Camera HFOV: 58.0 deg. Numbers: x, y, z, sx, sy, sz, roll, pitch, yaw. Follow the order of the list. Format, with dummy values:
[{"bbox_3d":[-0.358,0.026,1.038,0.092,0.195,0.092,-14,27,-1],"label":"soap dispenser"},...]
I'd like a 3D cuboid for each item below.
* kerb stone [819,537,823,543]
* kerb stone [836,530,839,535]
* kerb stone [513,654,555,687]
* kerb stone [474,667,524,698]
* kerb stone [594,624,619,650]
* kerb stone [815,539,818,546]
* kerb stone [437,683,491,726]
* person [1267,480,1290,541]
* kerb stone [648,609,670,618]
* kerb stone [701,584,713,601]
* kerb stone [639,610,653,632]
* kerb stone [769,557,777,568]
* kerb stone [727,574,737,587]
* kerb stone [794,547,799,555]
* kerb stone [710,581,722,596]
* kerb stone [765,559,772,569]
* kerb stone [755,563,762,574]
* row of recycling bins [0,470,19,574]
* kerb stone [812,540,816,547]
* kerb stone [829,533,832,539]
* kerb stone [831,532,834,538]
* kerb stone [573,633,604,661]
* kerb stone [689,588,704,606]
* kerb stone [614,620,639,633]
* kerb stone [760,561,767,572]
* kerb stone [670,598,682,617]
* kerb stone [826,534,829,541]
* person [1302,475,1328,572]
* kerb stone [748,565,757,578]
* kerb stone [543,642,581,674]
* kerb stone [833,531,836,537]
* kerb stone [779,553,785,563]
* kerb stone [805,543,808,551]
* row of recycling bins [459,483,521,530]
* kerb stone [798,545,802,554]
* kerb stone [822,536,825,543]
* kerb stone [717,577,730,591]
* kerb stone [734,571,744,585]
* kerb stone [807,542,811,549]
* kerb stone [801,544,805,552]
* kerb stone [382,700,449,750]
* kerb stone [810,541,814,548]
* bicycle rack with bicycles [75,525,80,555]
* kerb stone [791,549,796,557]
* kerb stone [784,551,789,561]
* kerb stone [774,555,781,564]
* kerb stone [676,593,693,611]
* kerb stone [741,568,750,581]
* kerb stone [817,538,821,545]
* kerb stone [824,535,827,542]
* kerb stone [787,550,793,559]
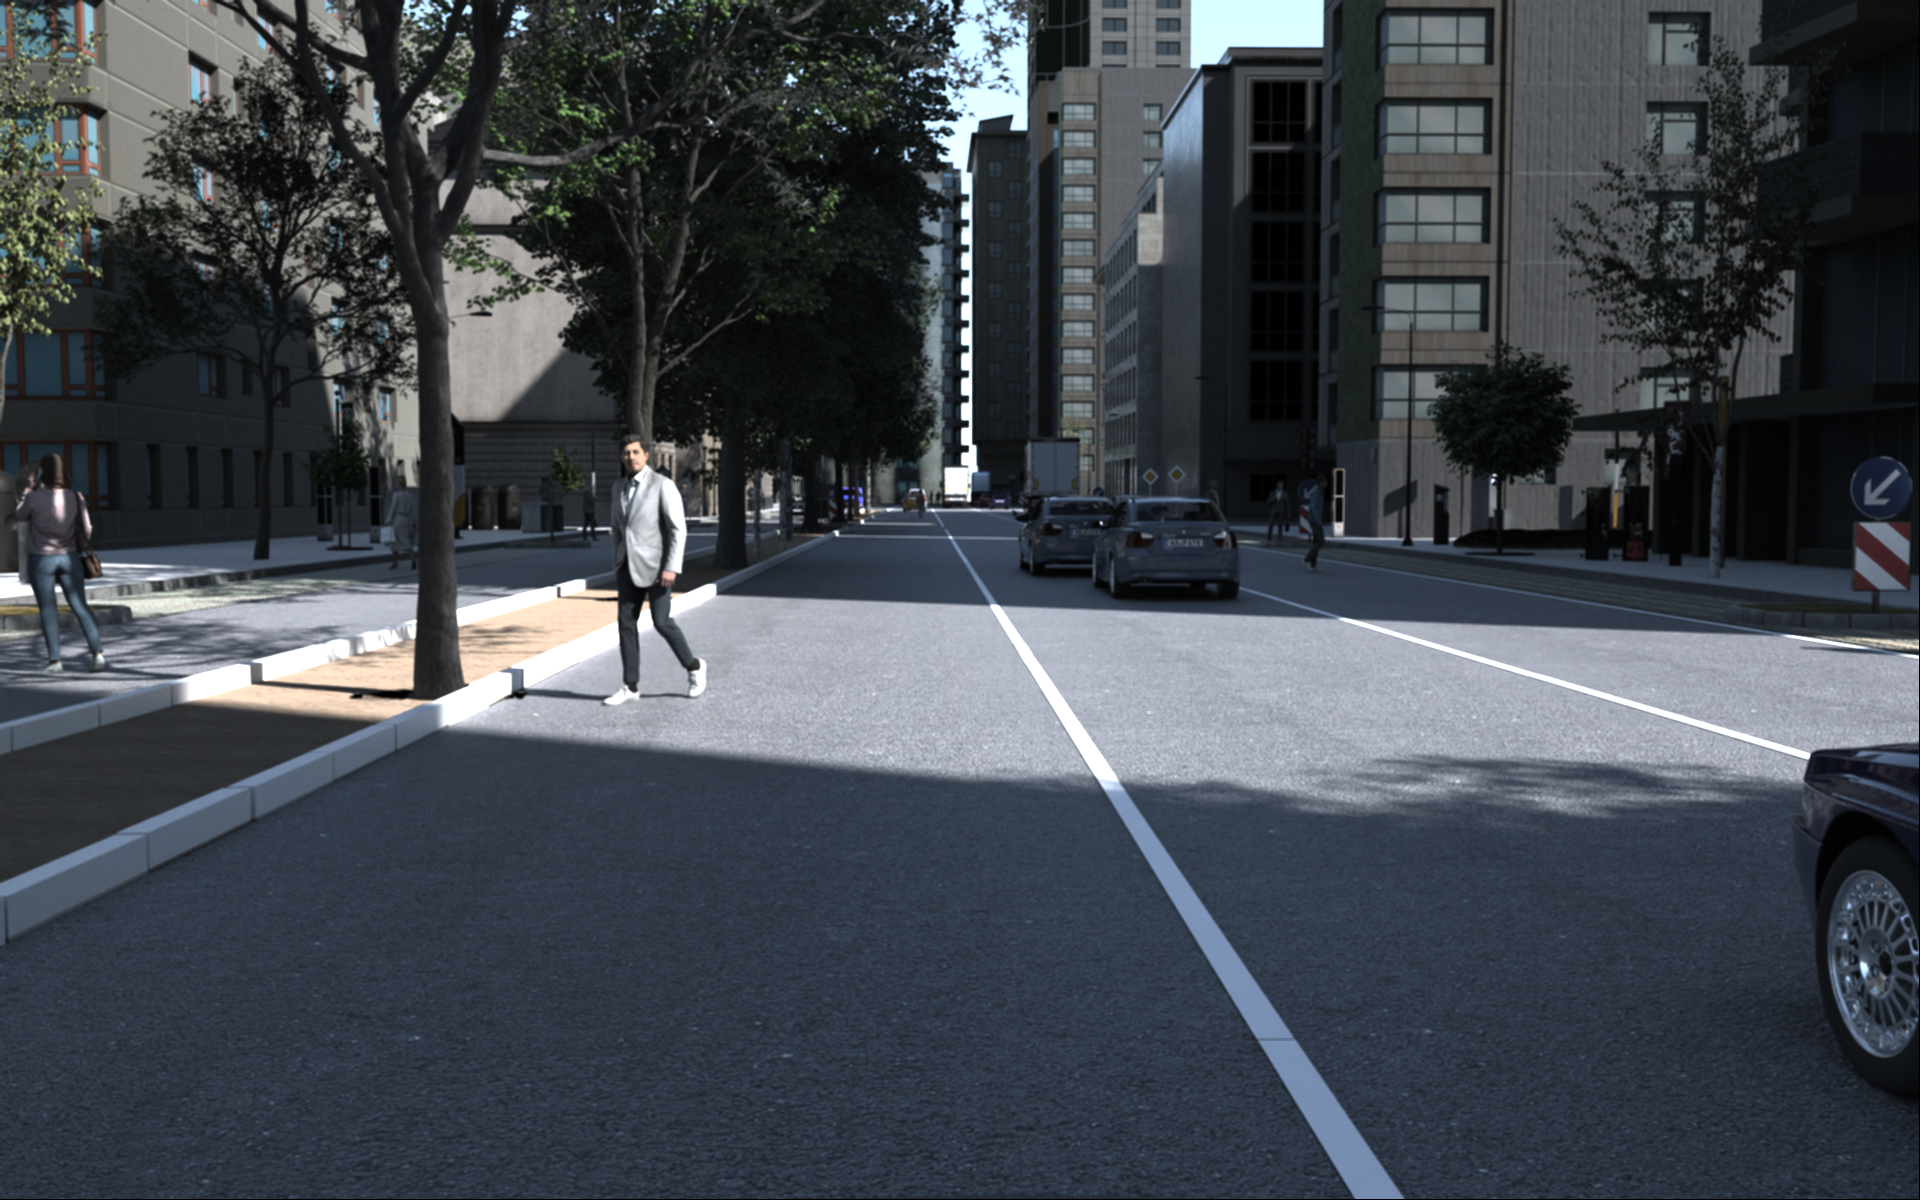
[{"bbox_3d":[-4.054,-1.640,49.071,0.120,0.150,1.000,0,4,-1],"label":"kerb stone"},{"bbox_3d":[-4.250,-2.207,58.282,0.120,0.150,1.000,0,4,-1],"label":"kerb stone"},{"bbox_3d":[-3.275,0.549,13.220,0.120,0.150,1.000,0,4,-1],"label":"kerb stone"},{"bbox_3d":[-3.262,0.613,12.198,0.120,0.150,1.000,0,4,-1],"label":"kerb stone"},{"bbox_3d":[-3.339,0.361,16.290,0.120,0.150,1.000,0,4,-1],"label":"kerb stone"},{"bbox_3d":[-4.009,-1.515,47.025,0.120,0.150,1.000,0,4,-1],"label":"kerb stone"},{"bbox_3d":[-3.227,0.681,11.177,0.120,0.150,1.000,0,4,-1],"label":"kerb stone"},{"bbox_3d":[9.083,-2.508,49.464,0.622,1.834,0.822,0,4,-2],"label":"person"},{"bbox_3d":[-3.403,0.174,19.357,0.120,0.150,1.000,0,4,-1],"label":"kerb stone"},{"bbox_3d":[-3.498,-0.075,23.458,0.120,0.150,1.000,0,4,-1],"label":"kerb stone"},{"bbox_3d":[-3.388,0.236,18.335,0.120,0.150,1.000,0,4,-1],"label":"kerb stone"},{"bbox_3d":[-3.714,-0.704,33.709,0.120,0.150,1.000,0,4,-1],"label":"kerb stone"},{"bbox_3d":[-3.568,-0.261,26.524,0.120,0.150,1.000,0,4,-1],"label":"kerb stone"},{"bbox_3d":[-3.854,-1.076,39.849,0.120,0.150,1.000,0,4,-1],"label":"kerb stone"},{"bbox_3d":[-3.523,-0.137,24.480,0.120,0.150,1.000,0,4,-1],"label":"kerb stone"},{"bbox_3d":[-3.698,-0.641,32.681,0.120,0.150,1.000,0,4,-1],"label":"kerb stone"},{"bbox_3d":[-3.651,-0.515,30.624,0.120,0.150,1.000,0,4,-1],"label":"kerb stone"},{"bbox_3d":[-16.630,-1.349,29.165,1.069,1.692,3.534,-3,5,-40],"label":"row of recycling bins"},{"bbox_3d":[-3.987,-1.456,46.001,0.120,0.150,1.000,0,4,-1],"label":"kerb stone"},{"bbox_3d":[-4.161,-1.956,54.180,0.120,0.150,1.000,0,4,-1],"label":"kerb stone"},{"bbox_3d":[-4.181,-2.019,55.202,0.120,0.150,1.000,0,4,-1],"label":"kerb stone"},{"bbox_3d":[-3.316,0.426,15.269,0.120,0.150,1.000,0,4,-1],"label":"kerb stone"},{"bbox_3d":[-3.471,-0.015,22.436,0.120,0.150,1.000,0,4,-1],"label":"kerb stone"},{"bbox_3d":[-3.374,0.299,17.313,0.120,0.150,1.000,0,4,-1],"label":"kerb stone"},{"bbox_3d":[-3.679,-0.577,31.658,0.120,0.150,1.000,0,4,-1],"label":"kerb stone"},{"bbox_3d":[-3.434,0.111,20.378,0.120,0.150,1.000,0,4,-1],"label":"kerb stone"},{"bbox_3d":[-4.117,-1.831,52.135,0.120,0.150,1.000,0,4,-1],"label":"kerb stone"},{"bbox_3d":[6.520,-1.404,31.793,0.444,1.785,0.601,2,4,25],"label":"person"},{"bbox_3d":[-3.630,-0.453,29.602,0.120,0.150,1.000,0,4,-1],"label":"kerb stone"},{"bbox_3d":[-3.299,0.486,14.243,0.120,0.150,1.000,0,4,-1],"label":"kerb stone"},{"bbox_3d":[-4.202,-2.080,56.235,0.120,0.150,1.000,0,4,-1],"label":"kerb stone"},{"bbox_3d":[-3.759,-0.830,35.758,0.120,0.150,1.000,0,4,-1],"label":"kerb stone"},{"bbox_3d":[-3.915,-1.268,42.925,0.120,0.150,1.000,0,4,-1],"label":"kerb stone"},{"bbox_3d":[-17.573,-3.370,62.219,3.534,1.692,1.069,-1,4,-10],"label":"row of recycling bins"},{"bbox_3d":[-3.875,-1.137,40.876,0.120,0.150,1.000,0,4,-1],"label":"kerb stone"},{"bbox_3d":[-4.076,-1.706,50.092,0.120,0.150,1.000,0,4,-1],"label":"kerb stone"},{"bbox_3d":[-3.545,-0.199,25.501,0.120,0.150,1.000,0,4,-1],"label":"kerb stone"},{"bbox_3d":[-3.583,-0.327,27.554,0.120,0.150,1.000,0,4,-1],"label":"kerb stone"},{"bbox_3d":[-3.940,-1.330,43.948,0.120,0.150,1.000,0,4,-1],"label":"kerb stone"},{"bbox_3d":[-3.897,-1.205,41.903,0.120,0.150,1.000,0,4,-1],"label":"kerb stone"},{"bbox_3d":[-3.209,0.737,10.151,0.120,0.150,1.000,0,4,-1],"label":"kerb stone"},{"bbox_3d":[-3.959,-1.393,44.976,0.120,0.150,1.000,0,4,-1],"label":"kerb stone"},{"bbox_3d":[-19.929,-1.421,36.616,2.852,0.926,2.925,-3,5,-40],"label":"bicycle rack with bicycles"},{"bbox_3d":[-3.833,-1.016,38.827,0.120,0.150,1.000,0,4,-1],"label":"kerb stone"},{"bbox_3d":[-3.784,-0.892,36.780,0.120,0.150,1.000,0,4,-1],"label":"kerb stone"},{"bbox_3d":[-3.748,-0.767,34.736,0.120,0.150,1.000,0,4,-1],"label":"kerb stone"},{"bbox_3d":[-3.456,0.049,21.400,0.120,0.150,1.000,0,4,-1],"label":"kerb stone"},{"bbox_3d":[-3.610,-0.390,28.576,0.120,0.150,1.000,0,4,-1],"label":"kerb stone"},{"bbox_3d":[-4.024,-1.581,48.049,0.120,0.150,1.000,0,4,-1],"label":"kerb stone"},{"bbox_3d":[-4.092,-1.768,51.114,0.120,0.150,1.000,0,4,-1],"label":"kerb stone"},{"bbox_3d":[-3.805,-0.955,37.806,0.120,0.150,1.000,0,4,-1],"label":"kerb stone"}]
